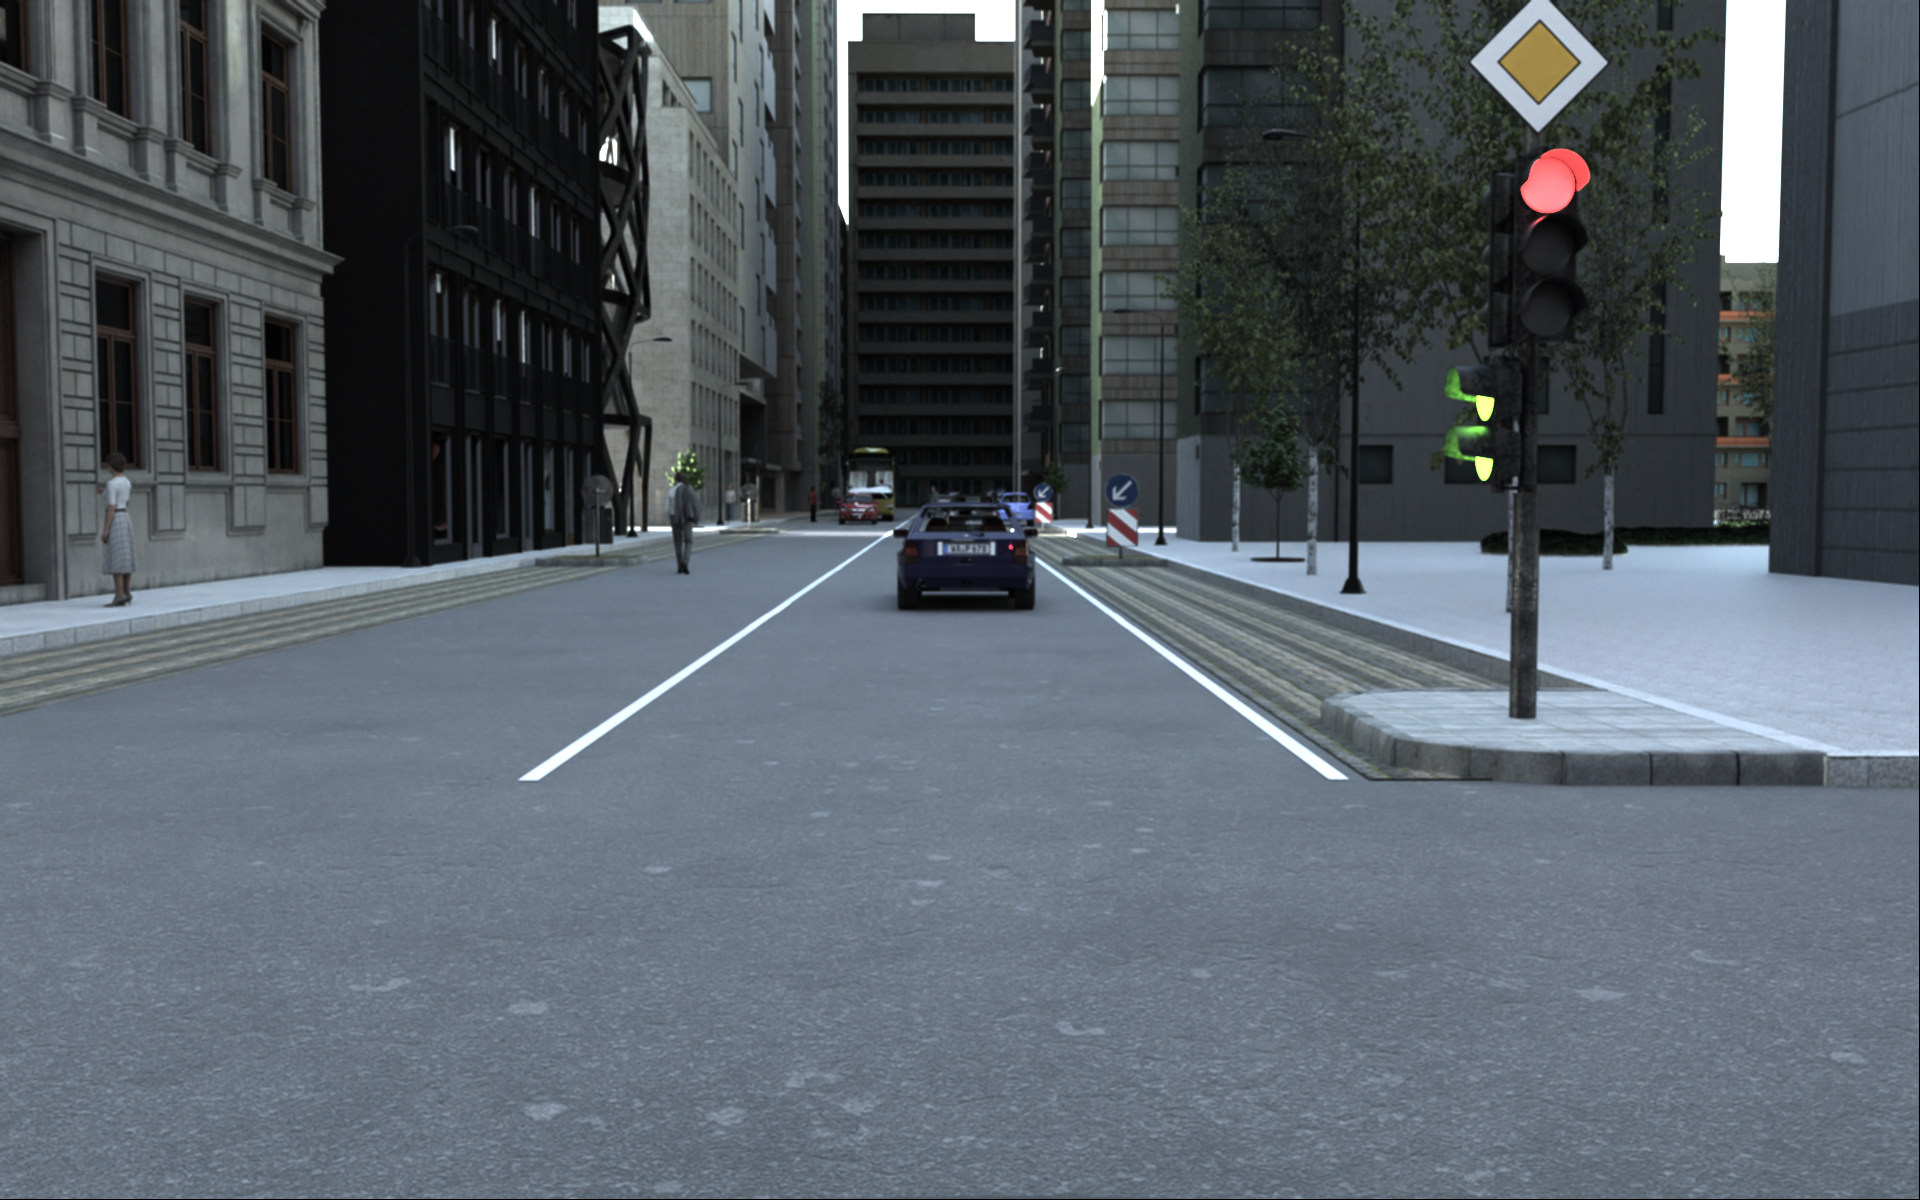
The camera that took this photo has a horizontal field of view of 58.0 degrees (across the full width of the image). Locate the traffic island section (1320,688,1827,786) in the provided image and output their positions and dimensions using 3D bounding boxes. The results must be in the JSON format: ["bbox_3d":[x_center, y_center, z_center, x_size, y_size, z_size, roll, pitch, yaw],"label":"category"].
[{"bbox_3d":[3.255,0.754,9.955,2.009,0.180,2.903,0,4,0],"label":"traffic island section"}]

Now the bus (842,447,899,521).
[{"bbox_3d":[-4.824,-6.308,94.676,2.896,3.916,12.252,0,4,-2],"label":"bus"}]

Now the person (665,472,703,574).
[{"bbox_3d":[-4.975,-1.382,31.194,0.679,1.850,0.850,0,4,-5],"label":"person"}]

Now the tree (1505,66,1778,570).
[{"bbox_3d":[10.788,-4.824,29.229,4.360,8.622,3.978,0,3,0],"label":"tree"}]

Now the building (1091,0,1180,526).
[{"bbox_3d":[12.529,-23.888,74.162,14.154,41.232,14.086,0,4,0],"label":"building"}]

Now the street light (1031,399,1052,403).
[{"bbox_3d":[4.189,-6.878,84.997,1.470,5.913,1.316,0,4,0],"label":"street light"}]

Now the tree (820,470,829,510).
[{"bbox_3d":[-11.291,-8.900,140.121,1.663,3.219,1.824,0,3,0],"label":"tree"}]

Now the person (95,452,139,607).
[{"bbox_3d":[-9.706,-0.807,19.803,0.524,1.755,0.480,0,4,0],"label":"person"}]

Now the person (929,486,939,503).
[{"bbox_3d":[-1.216,-4.206,77.362,0.767,1.812,0.694,-2,4,-25],"label":"person"}]

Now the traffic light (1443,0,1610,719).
[{"bbox_3d":[3.215,-1.280,9.841,0.839,4.253,0.868,0,4,0],"label":"traffic light"}]

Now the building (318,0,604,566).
[{"bbox_3d":[-15.617,-12.730,37.815,12.332,23.373,15.834,0,4,0],"label":"building"}]

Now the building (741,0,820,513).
[{"bbox_3d":[-17.326,-26.682,119.840,14.154,41.232,14.086,0,4,0],"label":"building"}]

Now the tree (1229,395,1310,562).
[{"bbox_3d":[6.202,-2.361,33.203,1.663,3.219,1.824,0,3,0],"label":"tree"}]

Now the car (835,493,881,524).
[{"bbox_3d":[-4.882,-4.530,83.103,2.155,1.783,4.494,0,4,-2],"label":"car"}]

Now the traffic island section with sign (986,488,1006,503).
[{"bbox_3d":[2.513,-6.307,111.751,1.989,1.847,2.006,0,4,0],"label":"traffic island section with sign"}]

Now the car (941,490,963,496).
[{"bbox_3d":[-0.573,-8.960,155.164,2.281,1.827,5.304,0,4,0],"label":"car"}]

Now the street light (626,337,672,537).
[{"bbox_3d":[-9.225,-4.825,51.426,1.470,5.913,1.316,0,4,0],"label":"street light"}]

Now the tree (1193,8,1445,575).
[{"bbox_3d":[5.827,-4.702,27.240,4.360,8.622,3.978,0,3,0],"label":"tree"}]

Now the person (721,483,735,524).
[{"bbox_3d":[-10.069,-4.203,75.440,0.731,1.740,0.598,1,4,11],"label":"person"}]

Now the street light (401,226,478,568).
[{"bbox_3d":[-9.058,-3.524,30.163,1.470,5.913,1.316,0,4,0],"label":"street light"}]

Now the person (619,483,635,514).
[{"bbox_3d":[-12.491,-3.567,64.720,0.532,1.782,0.716,1,4,12],"label":"person"}]

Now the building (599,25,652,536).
[{"bbox_3d":[-18.496,-11.424,54.227,16.820,18.784,16.811,0,4,0],"label":"building"}]

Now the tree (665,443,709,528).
[{"bbox_3d":[-10.351,-4.342,65.599,1.663,3.219,1.824,0,3,0],"label":"tree"}]

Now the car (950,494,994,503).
[{"bbox_3d":[0.363,-2.747,54.699,2.009,1.686,4.222,0,4,-1],"label":"car"}]

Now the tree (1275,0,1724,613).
[{"bbox_3d":[5.771,-4.172,18.581,4.737,8.622,4.395,0,3,0],"label":"tree"}]

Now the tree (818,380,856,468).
[{"bbox_3d":[-11.708,-12.091,132.103,8.767,10.594,7.601,1,4,11],"label":"tree"}]

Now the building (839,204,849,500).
[{"bbox_3d":[-18.419,-24.655,174.804,14.107,30.474,14.160,0,4,0],"label":"building"}]

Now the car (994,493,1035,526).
[{"bbox_3d":[2.463,-4.208,78.391,1.945,1.707,3.694,0,4,0],"label":"car"}]

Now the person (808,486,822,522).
[{"bbox_3d":[-7.409,-4.859,87.888,0.705,1.831,1.348,-2,4,-34],"label":"person"}]

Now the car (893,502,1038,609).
[{"bbox_3d":[0.074,-0.628,22.842,1.945,1.354,3.894,0,3,0],"label":"car"}]

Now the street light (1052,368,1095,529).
[{"bbox_3d":[4.266,-5.593,63.987,1.470,5.913,1.316,0,4,0],"label":"street light"}]

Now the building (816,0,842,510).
[{"bbox_3d":[-21.255,-43.497,149.425,20.611,71.187,20.563,0,4,0],"label":"building"}]

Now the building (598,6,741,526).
[{"bbox_3d":[-15.970,-13.568,76.587,10.420,20.320,16.860,0,4,0],"label":"building"}]

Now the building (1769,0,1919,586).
[{"bbox_3d":[27.395,-29.124,18.169,28.212,58.520,21.231,0,4,0],"label":"building"}]

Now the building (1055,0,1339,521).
[{"bbox_3d":[12.216,-19.875,96.662,14.160,30.474,14.107,0,4,0],"label":"building"}]

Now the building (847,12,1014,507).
[{"bbox_3d":[-0.491,-33.970,179.115,21.600,48.544,21.300,0,4,0],"label":"building"}]

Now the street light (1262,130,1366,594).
[{"bbox_3d":[4.550,-3.041,22.257,1.470,5.913,1.316,0,4,0],"label":"street light"}]

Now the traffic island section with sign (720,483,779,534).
[{"bbox_3d":[-7.557,-3.290,62.421,1.989,1.847,2.006,0,4,0],"label":"traffic island section with sign"}]

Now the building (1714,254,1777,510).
[{"bbox_3d":[62.071,-18.531,148.015,28.899,21.520,27.650,0,4,0],"label":"building"}]

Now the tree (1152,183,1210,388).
[{"bbox_3d":[6.388,-5.384,38.391,4.737,8.622,4.395,0,3,0],"label":"tree"}]

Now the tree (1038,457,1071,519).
[{"bbox_3d":[4.999,-5.774,89.014,1.663,3.219,1.824,0,3,0],"label":"tree"}]

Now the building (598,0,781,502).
[{"bbox_3d":[-24.978,-31.145,98.458,28.713,52.752,27.495,0,4,0],"label":"building"}]

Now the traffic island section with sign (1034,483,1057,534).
[{"bbox_3d":[2.867,-3.302,62.608,1.989,1.847,2.006,0,4,0],"label":"traffic island section with sign"}]

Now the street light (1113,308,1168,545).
[{"bbox_3d":[4.523,-4.337,43.451,1.470,5.913,1.316,0,4,0],"label":"street light"}]

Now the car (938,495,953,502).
[{"bbox_3d":[-1.071,-6.722,122.268,2.083,1.381,4.827,0,4,0],"label":"car"}]

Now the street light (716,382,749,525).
[{"bbox_3d":[-9.444,-6.081,71.963,1.470,5.913,1.316,0,4,0],"label":"street light"}]

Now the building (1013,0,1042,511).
[{"bbox_3d":[15.041,-36.938,145.937,21.231,58.520,28.212,0,4,0],"label":"building"}]

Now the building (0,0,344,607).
[{"bbox_3d":[-15.840,-11.206,19.379,11.583,22.565,21.152,0,4,0],"label":"building"}]

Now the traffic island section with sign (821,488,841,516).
[{"bbox_3d":[-7.923,-6.300,111.639,1.989,1.847,2.006,0,4,0],"label":"traffic island section with sign"}]

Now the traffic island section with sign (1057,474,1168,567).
[{"bbox_3d":[3.070,-1.601,34.811,1.989,1.847,2.006,0,4,0],"label":"traffic island section with sign"}]

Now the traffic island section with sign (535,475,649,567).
[{"bbox_3d":[-7.349,-1.607,34.895,1.989,1.847,2.006,0,4,0],"label":"traffic island section with sign"}]

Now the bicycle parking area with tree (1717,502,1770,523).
[{"bbox_3d":[37.781,-5.220,72.347,9.016,4.147,8.231,-1,4,-17],"label":"bicycle parking area with tree"}]

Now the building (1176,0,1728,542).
[{"bbox_3d":[13.399,-17.171,52.440,14.160,30.474,14.107,0,4,0],"label":"building"}]

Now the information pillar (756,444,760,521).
[{"bbox_3d":[-9.515,-5.508,81.418,0.183,3.616,0.504,0,4,-3],"label":"information pillar"}]

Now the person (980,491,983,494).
[{"bbox_3d":[1.863,-9.103,158.129,0.721,1.735,1.217,1,4,22],"label":"person"}]

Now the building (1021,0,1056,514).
[{"bbox_3d":[15.538,-28.328,117.779,22.147,44.769,28.867,0,4,0],"label":"building"}]
